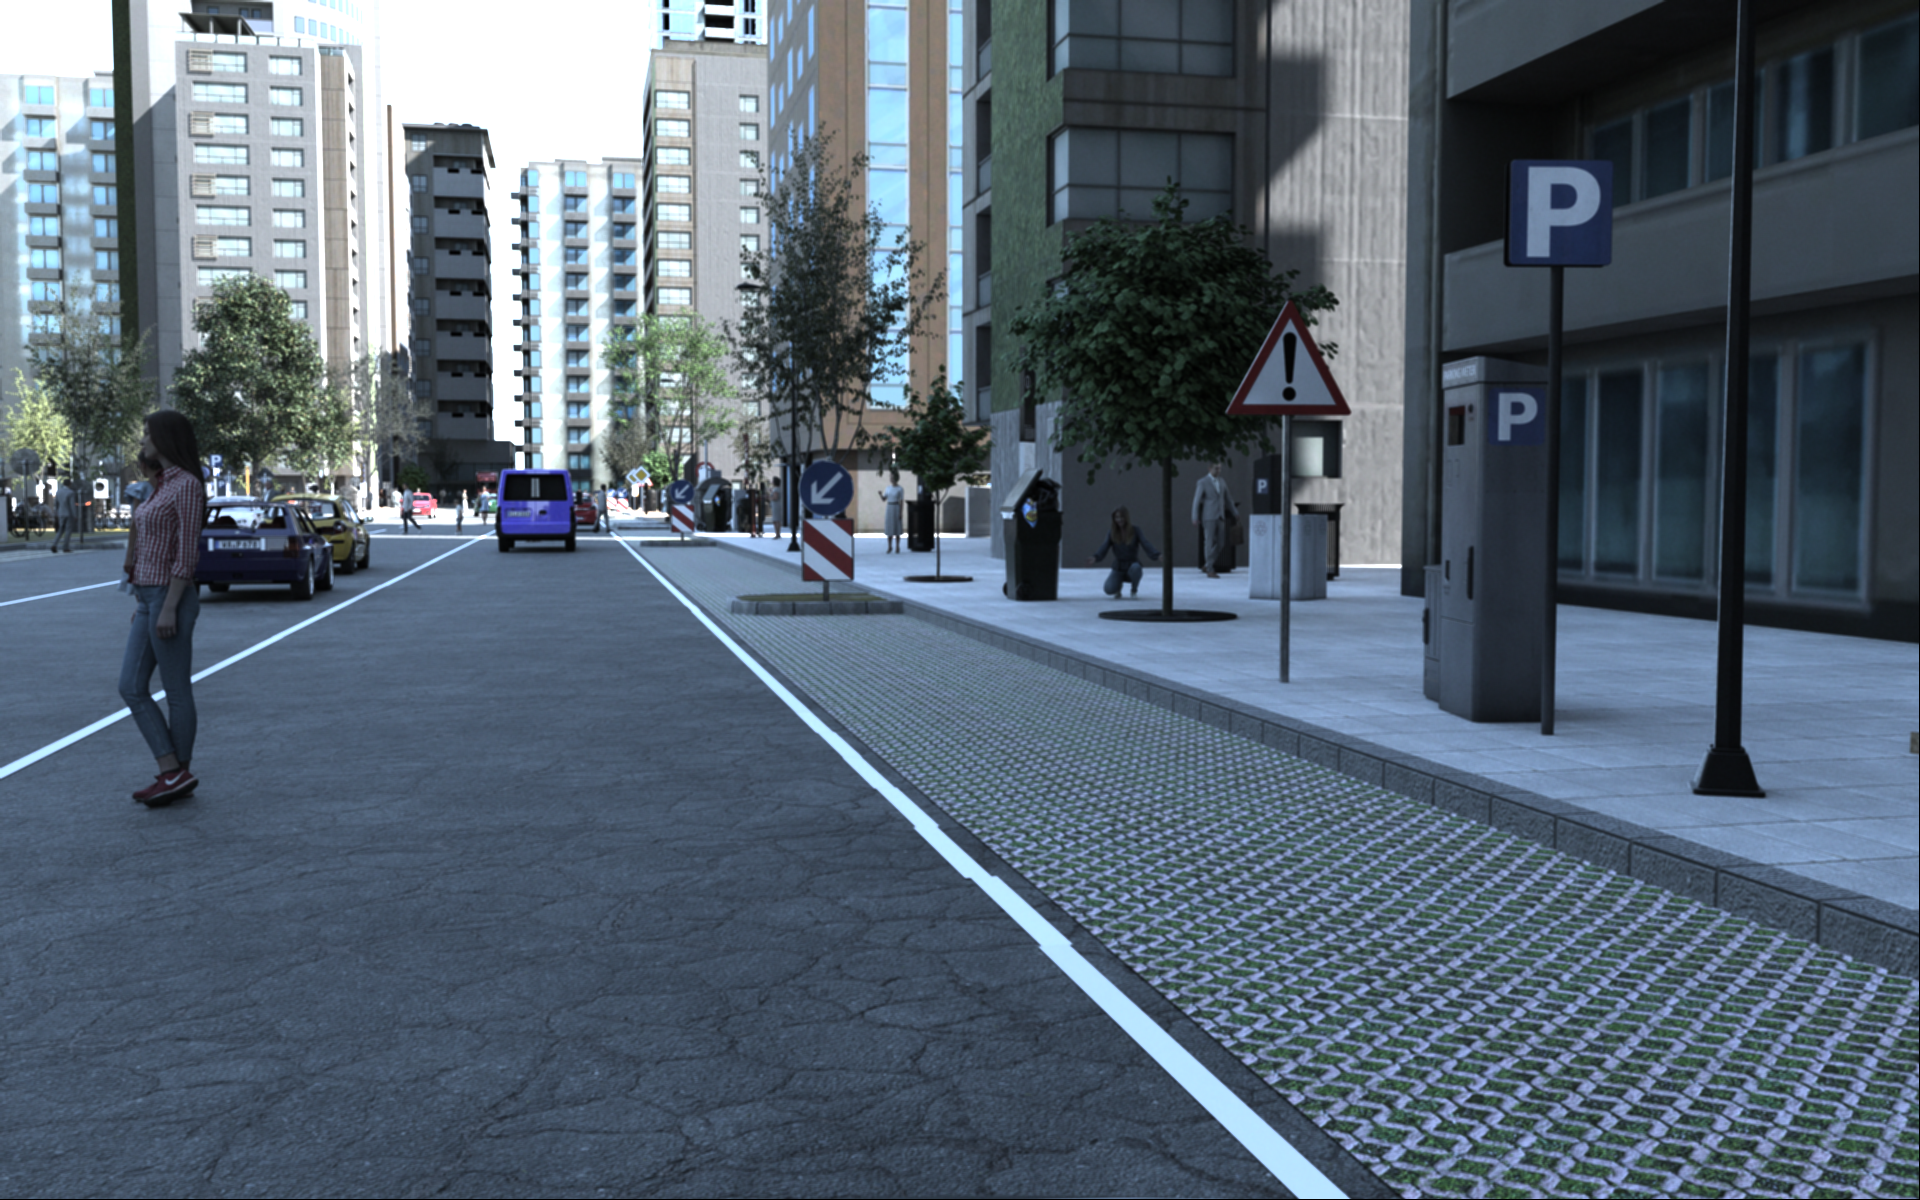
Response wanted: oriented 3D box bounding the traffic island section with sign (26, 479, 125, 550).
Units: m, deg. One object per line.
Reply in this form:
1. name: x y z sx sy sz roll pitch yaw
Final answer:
1. traffic island section with sign: -22.870 -2.218 44.892 1.989 1.847 2.006 -1 4 -13

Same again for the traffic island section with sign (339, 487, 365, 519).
1. traffic island section with sign: -34.927 -5.495 98.466 1.989 1.847 2.006 -1 4 -13

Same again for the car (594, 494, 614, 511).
1. car: -29.905 -8.242 144.974 2.015 1.641 3.980 -1 4 -13

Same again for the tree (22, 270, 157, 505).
1. tree: -29.220 -6.582 57.982 4.360 8.622 3.978 0 3 0

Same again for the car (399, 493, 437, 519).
1. car: -31.896 -5.689 102.051 2.155 1.783 4.494 -1 4 -12

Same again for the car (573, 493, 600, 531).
1. car: -15.072 -3.611 68.074 2.155 1.783 4.494 -1 4 -12

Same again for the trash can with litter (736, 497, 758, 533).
1. trash can with litter: -6.967 -2.803 57.213 0.624 1.170 1.055 -2 4 -31

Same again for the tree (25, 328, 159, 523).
1. tree: -37.407 -7.704 76.325 4.737 8.622 4.395 0 3 0

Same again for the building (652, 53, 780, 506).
1. building: -22.195 -29.491 165.773 14.154 41.232 14.086 -1 4 -13

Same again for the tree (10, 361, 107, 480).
1. tree: -51.135 -8.926 96.308 4.737 8.622 4.395 0 3 0

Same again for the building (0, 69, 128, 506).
1. building: -94.901 -35.437 199.006 30.456 49.044 23.786 -1 4 -13

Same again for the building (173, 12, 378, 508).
1. building: -59.428 -28.624 151.604 14.154 41.232 14.086 -1 4 -13

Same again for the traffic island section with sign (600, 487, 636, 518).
1. traffic island section with sign: -20.062 -5.724 102.212 1.989 1.847 2.006 -1 4 -13

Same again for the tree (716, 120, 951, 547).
1. tree: -2.493 -5.144 34.467 4.360 8.622 3.978 0 3 0

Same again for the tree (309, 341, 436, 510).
1. tree: -46.922 -13.882 137.337 12.009 13.543 11.850 0 3 0

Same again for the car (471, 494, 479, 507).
1. car: -52.009 -10.768 188.065 2.014 1.417 4.499 -1 4 -12

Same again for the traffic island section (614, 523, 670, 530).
1. traffic island section: -12.816 -2.920 70.015 2.009 0.180 2.903 -1 4 -13

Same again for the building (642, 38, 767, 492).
1. building: -22.292 -34.259 183.833 21.300 48.544 21.600 -1 4 -13

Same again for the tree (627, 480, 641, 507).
1. tree: -33.261 -11.098 176.049 1.663 3.219 1.824 0 3 0

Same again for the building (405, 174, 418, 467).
1. building: -73.300 -32.136 209.018 14.086 41.232 14.154 -1 4 -13

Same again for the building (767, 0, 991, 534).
1. building: 0.792 -25.171 61.655 14.600 45.320 14.200 -1 4 -13

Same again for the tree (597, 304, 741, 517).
1. tree: -15.936 -10.422 96.150 9.928 11.665 9.643 0 3 0

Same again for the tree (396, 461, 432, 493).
1. tree: -53.711 -11.416 170.365 4.285 4.588 4.351 0 3 0

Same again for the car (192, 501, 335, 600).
1. car: -9.930 -0.730 24.523 1.945 1.354 3.894 -1 4 -14

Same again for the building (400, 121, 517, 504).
1. building: -77.213 -40.001 243.260 27.495 52.752 28.713 -1 4 -13

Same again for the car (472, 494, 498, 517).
1. car: -30.024 -6.030 110.392 2.131 1.459 4.920 -1 4 -14

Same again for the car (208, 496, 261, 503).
1. car: -22.765 -2.561 54.229 2.083 1.381 4.827 -1 4 -11

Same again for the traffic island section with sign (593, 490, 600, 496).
1. traffic island section with sign: -25.984 -7.332 128.512 1.989 1.847 2.006 -1 4 -13

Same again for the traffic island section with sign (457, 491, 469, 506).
1. traffic island section with sign: -57.896 -11.738 200.542 1.989 1.847 2.006 -1 4 -13

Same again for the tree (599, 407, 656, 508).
1. tree: -28.505 -12.328 151.917 4.360 8.622 3.978 0 3 0

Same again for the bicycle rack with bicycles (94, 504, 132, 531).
1. bicycle rack with bicycles: -30.483 -2.956 61.713 2.925 0.926 2.852 1 4 22

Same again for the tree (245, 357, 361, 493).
1. tree: -40.045 -10.424 104.851 7.601 10.594 8.767 -1 4 -22

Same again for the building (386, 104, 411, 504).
1. building: -69.578 -33.234 193.483 14.600 45.320 14.200 -1 4 -13

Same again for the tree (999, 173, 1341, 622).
1. tree: 2.120 -2.096 17.989 4.285 4.588 4.351 0 3 0

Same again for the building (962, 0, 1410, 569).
1. building: 7.091 -21.598 36.721 14.154 41.232 14.086 -1 4 -13

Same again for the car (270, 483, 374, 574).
1. car: -12.005 -1.342 32.173 2.015 1.641 3.980 -1 4 -13

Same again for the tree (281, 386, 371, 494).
1. tree: -41.427 -10.048 114.648 4.737 8.622 4.395 0 3 0

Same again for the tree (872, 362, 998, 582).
1. tree: -0.199 -1.890 25.503 1.663 3.219 1.824 0 3 0

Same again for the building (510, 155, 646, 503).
1. building: -48.251 -38.427 247.895 30.456 49.044 23.786 -1 4 -13

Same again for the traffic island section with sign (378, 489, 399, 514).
1. traffic island section with sign: -40.841 -7.103 124.767 1.989 1.847 2.006 -1 4 -13

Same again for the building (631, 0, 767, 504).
1. building: -28.309 -54.774 208.229 22.319 86.520 31.000 -1 4 -13

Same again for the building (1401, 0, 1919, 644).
1. building: 18.279 -23.784 12.569 21.300 48.544 21.600 -1 4 -13

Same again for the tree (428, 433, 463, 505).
1. tree: -61.944 -15.767 208.147 4.360 8.622 3.978 0 3 0

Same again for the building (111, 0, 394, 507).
1. building: -68.688 -38.449 170.636 21.231 58.520 28.212 -1 4 -13

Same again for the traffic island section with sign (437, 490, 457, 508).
1. traffic island section with sign: -51.976 -10.129 174.243 1.989 1.847 2.006 -1 4 -13

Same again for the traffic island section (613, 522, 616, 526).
1. traffic island section: -14.569 -3.396 77.806 2.009 0.180 2.903 -1 4 -13

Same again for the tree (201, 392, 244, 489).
1. tree: -56.846 -10.885 128.329 4.737 8.622 4.395 0 3 0

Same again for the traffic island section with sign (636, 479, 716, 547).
1. traffic island section with sign: -7.779 -2.382 47.566 1.989 1.847 2.006 -1 4 -13

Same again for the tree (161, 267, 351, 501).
1. tree: -35.855 -10.441 87.721 9.611 12.733 9.660 0 3 0

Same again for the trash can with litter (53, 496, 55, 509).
1. trash can with litter: -48.641 -4.968 92.292 1.678 1.210 2.233 0 4 -3

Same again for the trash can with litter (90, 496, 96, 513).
1. trash can with litter: -53.802 -5.832 106.744 1.055 1.170 0.624 2 4 24

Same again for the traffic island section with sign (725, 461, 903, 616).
1. traffic island section with sign: -1.851 -0.773 21.268 1.989 1.847 2.006 -1 4 -13

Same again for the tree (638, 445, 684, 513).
1. tree: -20.103 -8.135 116.720 4.285 4.588 4.351 0 3 0

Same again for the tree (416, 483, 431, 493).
1. tree: -55.918 -11.370 180.498 1.663 3.219 1.824 0 3 0

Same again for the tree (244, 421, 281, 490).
1. tree: -55.806 -11.530 138.881 4.737 8.622 4.395 0 3 0

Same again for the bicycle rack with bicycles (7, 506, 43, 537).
1. bicycle rack with bicycles: -28.699 -2.351 51.815 2.852 0.926 2.925 2 4 24
